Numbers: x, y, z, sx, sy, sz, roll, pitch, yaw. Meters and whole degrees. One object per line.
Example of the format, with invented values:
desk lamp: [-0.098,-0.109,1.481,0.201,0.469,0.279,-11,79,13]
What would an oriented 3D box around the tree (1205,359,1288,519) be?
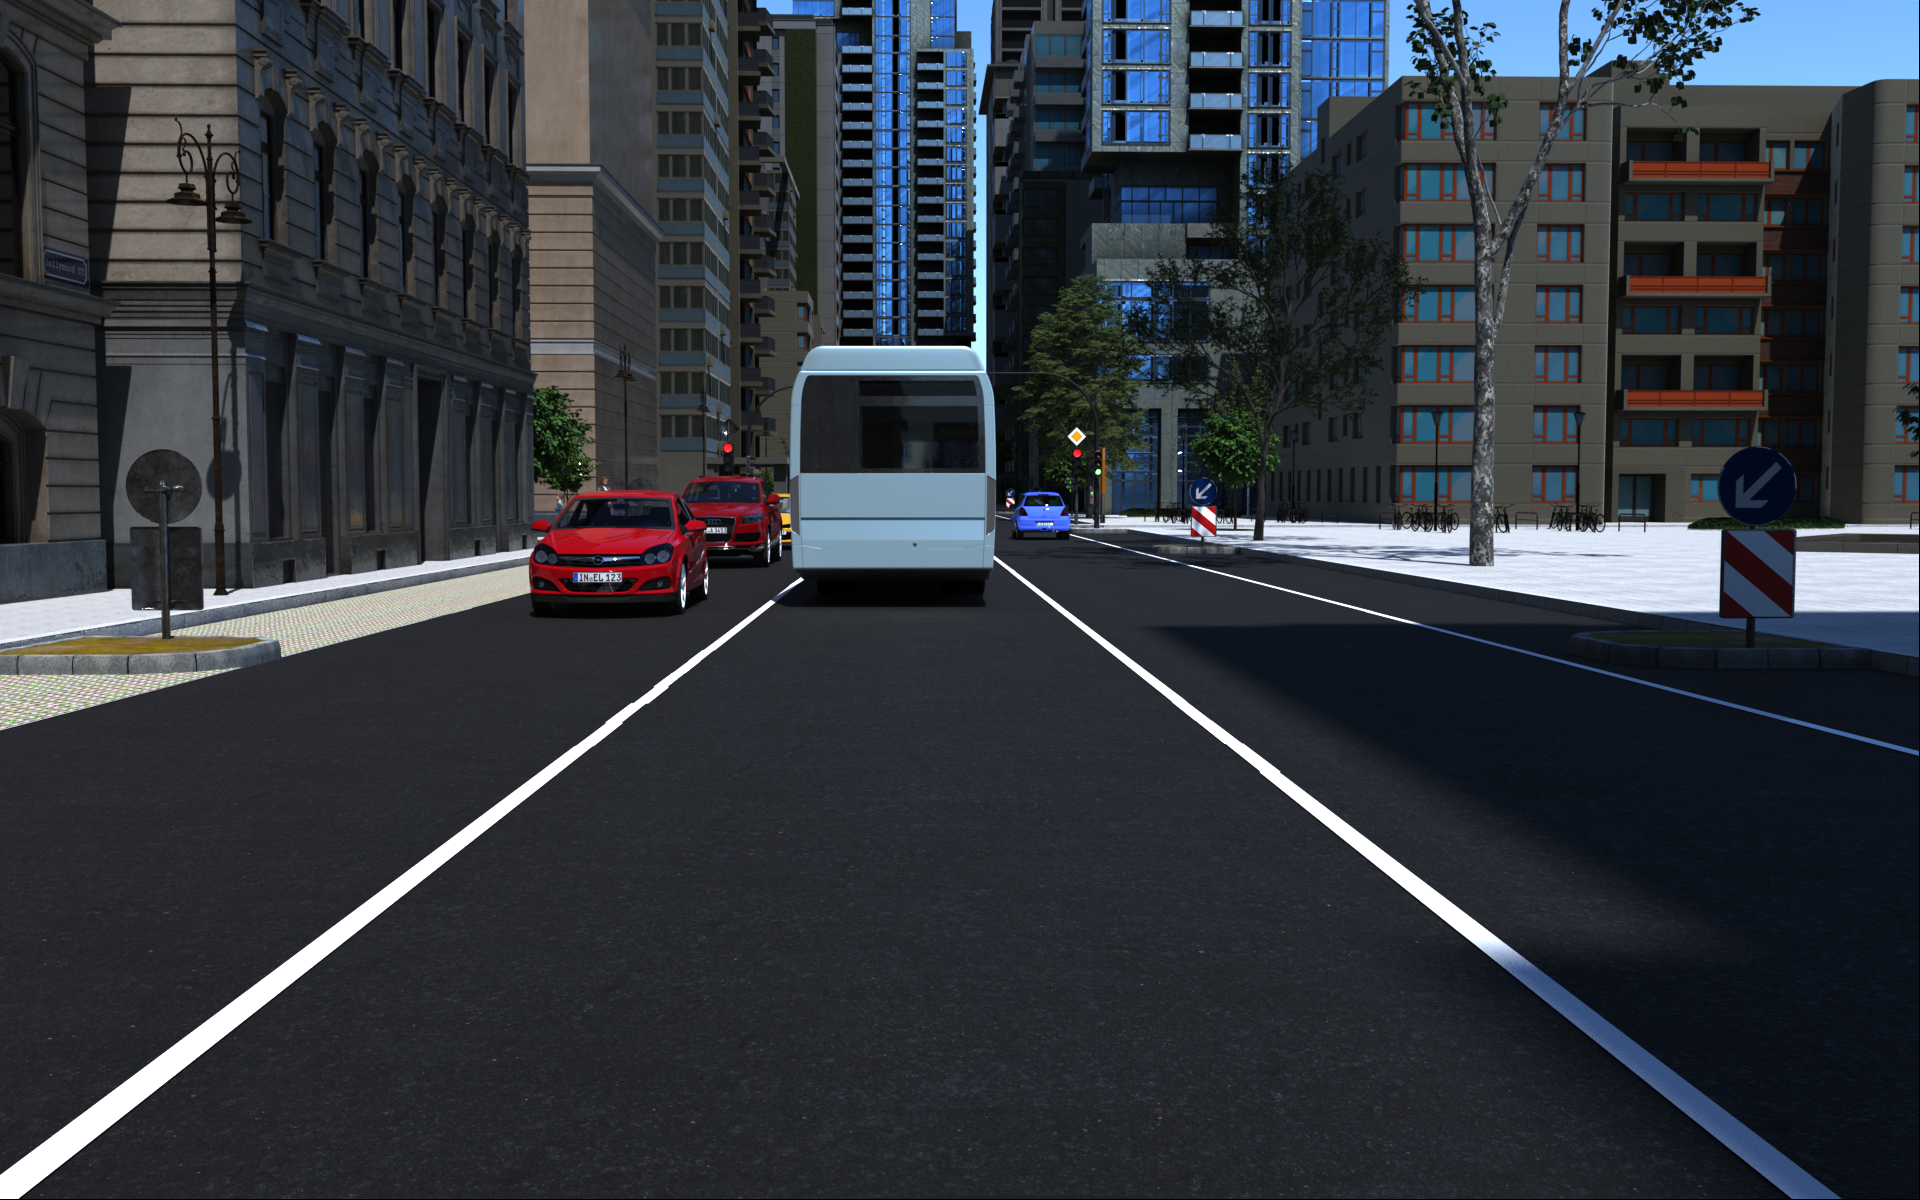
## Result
tree: [14.796,-8.547,90.112,4.737,8.622,4.395,0,3,0]

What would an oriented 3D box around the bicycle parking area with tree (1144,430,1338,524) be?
bicycle parking area with tree: [12.567,-5.578,78.198,8.231,4.147,9.016,0,4,3]

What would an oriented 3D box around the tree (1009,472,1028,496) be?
tree: [5.132,-9.496,149.858,1.663,3.219,1.824,0,3,0]

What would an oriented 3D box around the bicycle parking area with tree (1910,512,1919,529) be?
bicycle parking area with tree: [38.512,-4.511,60.761,8.231,4.147,9.016,1,4,14]

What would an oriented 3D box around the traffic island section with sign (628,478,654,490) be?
traffic island section with sign: [-7.655,-2.012,41.523,1.989,1.847,2.006,0,4,-2]

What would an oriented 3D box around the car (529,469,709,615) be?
car: [-4.238,-0.788,21.917,2.155,1.783,4.494,0,4,-3]

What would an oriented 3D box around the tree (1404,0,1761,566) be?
tree: [9.881,-10.586,28.972,12.611,20.169,13.585,0,3,0]

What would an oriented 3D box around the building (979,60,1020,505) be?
building: [17.106,-37.929,209.376,28.713,52.752,27.495,0,4,-2]

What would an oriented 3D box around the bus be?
bus: [-0.863,-2.034,28.123,2.948,3.499,13.247,0,4,0]

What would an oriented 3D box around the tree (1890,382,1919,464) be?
tree: [9.297,-1.287,15.644,1.663,3.219,1.824,0,3,0]

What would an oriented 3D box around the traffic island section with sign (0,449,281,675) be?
traffic island section with sign: [-6.904,-0.364,14.579,1.989,1.847,2.006,0,4,-2]

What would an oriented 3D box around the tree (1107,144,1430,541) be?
tree: [8.175,-6.895,47.144,8.767,10.594,7.601,0,4,6]

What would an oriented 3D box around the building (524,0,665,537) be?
building: [-20.666,-16.579,56.970,20.117,28.700,13.634,0,4,-2]

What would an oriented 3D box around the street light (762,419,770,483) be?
street light: [-11.710,-8.065,104.655,0.468,5.910,1.993,0,4,-2]

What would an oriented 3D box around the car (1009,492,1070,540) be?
car: [2.560,-2.803,55.414,1.945,1.707,3.694,0,4,-2]

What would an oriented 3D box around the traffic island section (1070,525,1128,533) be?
traffic island section: [5.131,-2.603,64.843,2.009,0.180,2.903,0,4,-2]

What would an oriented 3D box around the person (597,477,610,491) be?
person: [-10.317,-2.723,50.838,0.573,1.790,0.520,2,4,26]

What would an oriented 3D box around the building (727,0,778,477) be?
building: [-24.788,-28.684,123.605,22.147,44.769,28.867,0,4,-2]

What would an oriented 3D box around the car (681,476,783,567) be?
car: [-4.791,-1.643,35.539,2.281,1.827,5.304,0,4,-2]

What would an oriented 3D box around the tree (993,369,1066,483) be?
tree: [5.663,-13.151,140.779,9.928,11.665,9.643,0,3,0]

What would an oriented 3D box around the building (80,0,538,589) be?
building: [-14.508,-11.160,31.615,9.793,20.994,18.267,0,4,-2]

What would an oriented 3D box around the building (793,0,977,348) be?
building: [-10.929,-56.706,239.815,31.000,86.520,22.319,0,4,-2]

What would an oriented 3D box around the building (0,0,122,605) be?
building: [-15.890,-11.369,4.962,14.460,24.649,34.723,0,4,-2]

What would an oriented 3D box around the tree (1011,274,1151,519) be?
tree: [6.357,-10.500,89.796,7.486,12.596,7.792,0,3,0]

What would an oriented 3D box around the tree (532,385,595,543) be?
tree: [-11.072,-3.705,44.291,4.285,4.588,4.351,0,3,0]

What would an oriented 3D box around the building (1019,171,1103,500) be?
building: [12.278,-23.598,157.521,14.160,30.474,14.107,0,4,-2]

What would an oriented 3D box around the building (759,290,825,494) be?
building: [-27.145,-19.362,161.605,27.650,21.520,28.899,0,4,-2]

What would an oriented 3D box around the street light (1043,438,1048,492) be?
street light: [5.730,-8.763,116.064,0.468,5.910,1.993,0,4,-2]

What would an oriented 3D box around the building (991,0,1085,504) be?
building: [14.863,-49.104,241.100,20.611,71.187,20.563,0,4,-2]

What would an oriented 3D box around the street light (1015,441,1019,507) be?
street light: [4.807,-10.681,147.425,0.468,5.910,1.993,0,4,-2]

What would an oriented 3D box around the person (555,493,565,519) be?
person: [-11.538,-2.412,49.765,0.394,1.301,0.425,-1,4,-18]

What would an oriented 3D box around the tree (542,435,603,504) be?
tree: [-11.012,-3.286,48.327,1.663,3.219,1.824,0,3,0]

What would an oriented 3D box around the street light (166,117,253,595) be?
street light: [-9.381,-2.998,21.807,0.468,5.910,1.993,0,4,-2]

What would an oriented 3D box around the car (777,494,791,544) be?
car: [-4.747,-2.184,45.935,2.015,1.641,3.980,0,4,-2]

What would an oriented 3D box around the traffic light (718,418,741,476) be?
traffic light: [-8.565,-4.613,64.339,0.839,4.253,0.868,0,4,-2]

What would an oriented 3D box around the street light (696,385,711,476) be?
street light: [-10.892,-6.169,73.653,0.468,5.910,1.993,0,4,-2]

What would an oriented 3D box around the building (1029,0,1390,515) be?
building: [17.017,-49.312,118.928,22.319,86.520,31.000,0,4,-2]

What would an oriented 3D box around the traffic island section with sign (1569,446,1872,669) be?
traffic island section with sign: [6.491,-0.399,15.159,1.989,1.847,2.006,0,4,-2]

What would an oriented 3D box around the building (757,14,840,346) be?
building: [-29.003,-40.988,212.145,28.212,58.520,21.231,0,4,-2]

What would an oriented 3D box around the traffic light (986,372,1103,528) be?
traffic light: [3.002,-5.496,64.530,4.771,5.953,1.251,0,4,-2]

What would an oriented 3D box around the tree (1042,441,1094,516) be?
tree: [6.615,-7.183,101.159,4.285,4.588,4.351,0,3,0]

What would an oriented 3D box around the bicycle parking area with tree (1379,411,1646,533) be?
bicycle parking area with tree: [19.158,-4.506,60.672,8.231,4.147,9.016,0,4,7]

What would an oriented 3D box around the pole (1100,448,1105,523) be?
pole: [6.272,-5.031,76.104,0.158,3.312,0.155,0,3,0]

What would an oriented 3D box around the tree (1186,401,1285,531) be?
tree: [9.686,-4.730,61.056,4.285,4.588,4.351,0,3,0]

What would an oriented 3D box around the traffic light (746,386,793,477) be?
traffic light: [-6.696,-5.978,72.413,4.771,5.953,1.251,0,4,-2]

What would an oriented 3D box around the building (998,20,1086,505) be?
building: [16.253,-34.270,179.924,23.786,49.044,30.456,0,4,-2]

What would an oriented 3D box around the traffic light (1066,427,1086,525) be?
traffic light: [4.871,-5.125,72.710,0.839,4.253,0.868,0,4,-2]

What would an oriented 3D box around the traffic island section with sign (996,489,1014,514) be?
traffic island section with sign: [3.480,-7.111,124.885,1.989,1.847,2.006,0,4,-2]

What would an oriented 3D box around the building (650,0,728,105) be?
building: [-24.351,-24.060,85.255,32.217,40.220,23.993,0,4,-2]

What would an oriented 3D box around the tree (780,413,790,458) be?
tree: [-12.977,-11.886,144.698,4.360,8.622,3.978,0,3,0]

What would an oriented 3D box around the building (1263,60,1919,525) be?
building: [32.305,-14.743,86.087,28.899,21.520,27.650,0,4,-2]

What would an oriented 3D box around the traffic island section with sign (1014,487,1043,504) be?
traffic island section with sign: [4.230,-5.453,97.778,1.989,1.847,2.006,0,4,-2]

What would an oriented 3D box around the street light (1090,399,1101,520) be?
street light: [6.583,-6.834,84.523,0.468,5.910,1.993,0,4,-2]

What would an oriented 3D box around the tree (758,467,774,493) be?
tree: [-12.113,-7.013,109.263,1.663,3.219,1.824,0,3,0]

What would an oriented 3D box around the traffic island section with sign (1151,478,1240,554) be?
traffic island section with sign: [5.748,-2.077,42.580,1.989,1.847,2.006,0,4,-2]

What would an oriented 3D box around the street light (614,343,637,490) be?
street light: [-10.253,-4.917,53.174,0.468,5.910,1.993,0,4,-2]
